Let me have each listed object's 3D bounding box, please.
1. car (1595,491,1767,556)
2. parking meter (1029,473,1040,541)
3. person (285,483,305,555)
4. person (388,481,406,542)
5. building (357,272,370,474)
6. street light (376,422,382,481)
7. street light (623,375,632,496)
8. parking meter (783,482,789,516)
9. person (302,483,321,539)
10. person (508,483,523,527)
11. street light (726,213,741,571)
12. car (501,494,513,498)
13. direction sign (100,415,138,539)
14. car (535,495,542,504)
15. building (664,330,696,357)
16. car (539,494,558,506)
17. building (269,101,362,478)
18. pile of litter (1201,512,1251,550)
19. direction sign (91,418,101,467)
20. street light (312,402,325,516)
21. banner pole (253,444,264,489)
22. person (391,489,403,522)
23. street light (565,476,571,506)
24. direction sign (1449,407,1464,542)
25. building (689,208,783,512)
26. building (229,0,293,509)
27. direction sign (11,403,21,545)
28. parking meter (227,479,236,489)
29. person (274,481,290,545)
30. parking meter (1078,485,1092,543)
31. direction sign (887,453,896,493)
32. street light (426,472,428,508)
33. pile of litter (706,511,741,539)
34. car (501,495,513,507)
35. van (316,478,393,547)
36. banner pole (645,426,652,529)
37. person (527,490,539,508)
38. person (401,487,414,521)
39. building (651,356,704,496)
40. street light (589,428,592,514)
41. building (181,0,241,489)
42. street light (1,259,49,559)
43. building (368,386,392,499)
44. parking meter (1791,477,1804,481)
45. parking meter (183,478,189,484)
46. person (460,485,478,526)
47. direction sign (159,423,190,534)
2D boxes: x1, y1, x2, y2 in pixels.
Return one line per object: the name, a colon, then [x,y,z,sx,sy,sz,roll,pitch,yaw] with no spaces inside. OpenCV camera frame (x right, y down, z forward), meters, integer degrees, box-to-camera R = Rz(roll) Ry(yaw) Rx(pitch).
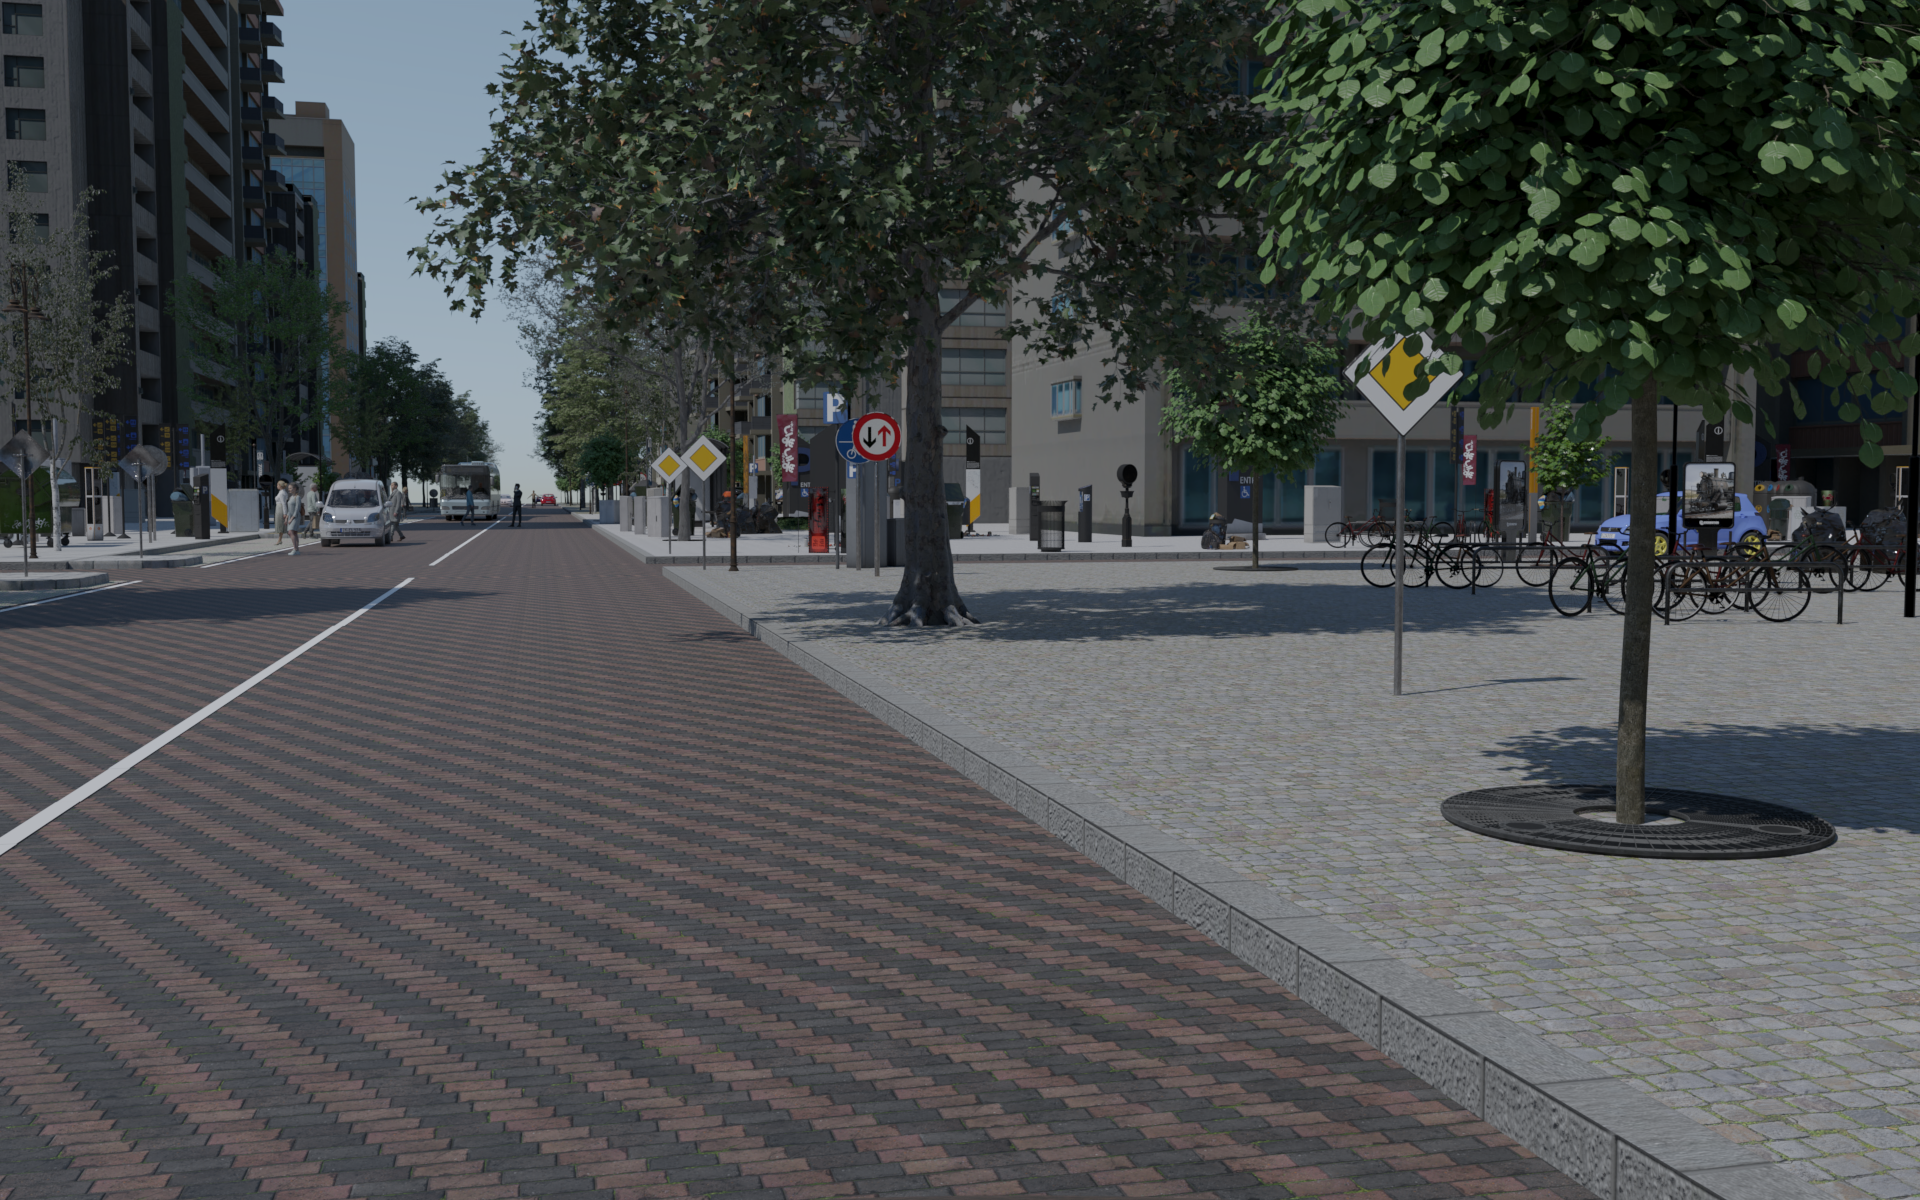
car: [16.141,-1.792,38.888,3.694,1.707,1.945,-1,4,-14]
parking meter: [2.038,-2.545,47.328,0.255,1.863,0.399,0,4,-3]
person: [-15.648,-1.909,40.718,0.512,1.701,0.522,3,5,44]
person: [-17.122,-2.677,52.370,0.767,1.812,0.694,-3,4,-36]
building: [-81.586,-27.119,215.098,14.160,30.474,14.107,-1,4,-14]
street light: [-36.390,-8.311,108.679,0.468,5.910,1.993,-1,4,-14]
street light: [-12.339,-5.586,64.111,0.468,5.910,1.993,-1,4,-14]
parking meter: [-8.426,-4.791,84.039,0.255,1.863,0.399,1,4,13]
person: [-20.437,-2.794,54.667,0.515,1.767,0.782,-3,5,-40]
person: [-19.426,-4.154,75.778,0.648,1.900,0.474,3,4,38]
street light: [-3.767,-3.417,28.653,0.468,5.910,1.993,-1,4,-14]
car: [-54.655,-12.109,207.764,2.009,1.686,4.222,-1,4,-14]
direction sign: [-24.090,-3.535,49.797,0.876,3.537,0.379,-3,5,-41]
car: [-62.471,-15.031,258.331,1.945,1.354,3.894,-1,4,-15]
building: [-31.593,-34.722,259.578,32.217,40.220,23.993,-1,4,-14]
car: [-49.722,-12.244,209.227,2.155,1.783,4.494,-1,4,-14]
building: [-77.834,-33.695,201.016,14.600,45.320,14.200,-1,4,-14]
pile of litter: [6.281,-1.623,40.498,1.719,0.858,1.176,-3,5,-44]
direction sign: [-25.669,-3.681,52.181,0.379,3.537,0.876,3,4,37]
street light: [-29.518,-6.553,79.922,0.468,5.910,1.993,-1,4,-14]
banner pole: [-34.996,-5.894,86.388,0.863,3.779,0.401,2,4,26]
person: [-28.773,-4.860,88.301,0.623,1.781,0.721,2,4,24]
street light: [-41.463,-12.929,184.171,0.468,5.910,1.993,-1,4,-14]
direction sign: [12.863,-3.235,44.883,0.379,3.537,0.876,3,4,37]
building: [-14.075,-31.146,163.857,22.147,44.769,28.867,-1,4,-14]
building: [-65.749,-29.481,136.639,22.147,44.769,28.867,-1,4,-14]
direction sign: [-23.599,-3.137,43.288,0.379,3.537,0.876,-2,4,-25]
parking meter: [-28.686,-3.815,68.083,0.399,1.863,0.255,1,4,22]
person: [-18.789,-2.413,48.186,0.641,1.798,0.478,0,3,0]
parking meter: [3.319,-2.295,45.938,0.372,1.533,0.369,0,3,0]
direction sign: [-3.262,-5.251,77.856,0.876,3.537,0.379,2,4,25]
street light: [-47.651,-11.134,154.822,0.468,5.910,1.993,-1,4,-14]
pile of litter: [-6.981,-2.257,50.867,1.176,0.858,1.719,1,4,15]
car: [-51.441,-11.201,195.494,2.083,1.381,4.827,-1,4,-13]
van: [-16.873,-2.532,48.409,2.013,2.044,4.112,-1,4,-15]
banner pole: [-11.438,-4.506,63.693,0.401,3.779,0.863,-2,4,-25]
person: [-43.529,-10.292,176.779,1.348,1.823,0.705,1,4,17]
person: [-28.951,-5.005,90.513,0.728,1.800,0.709,2,4,31]
building: [-27.488,-23.789,233.982,27.650,21.520,28.899,-1,4,-14]
street light: [-23.462,-8.377,109.752,0.468,5.910,1.993,-1,4,-14]
building: [-60.159,-29.856,111.847,21.300,48.544,21.600,-1,4,-14]
street light: [-18.428,-3.761,34.274,0.468,5.910,1.993,-1,4,-14]
building: [-92.968,-23.848,234.948,27.650,21.520,28.899,-1,4,-14]
parking meter: [28.314,-3.238,58.659,0.399,1.863,0.255,3,5,41]
parking meter: [-28.128,-3.518,63.236,0.255,1.863,0.399,1,4,11]
person: [-22.175,-4.270,78.178,0.748,1.841,0.638,0,4,0]
direction sign: [-25.199,-3.891,55.616,0.876,3.537,0.379,-2,4,-30]
